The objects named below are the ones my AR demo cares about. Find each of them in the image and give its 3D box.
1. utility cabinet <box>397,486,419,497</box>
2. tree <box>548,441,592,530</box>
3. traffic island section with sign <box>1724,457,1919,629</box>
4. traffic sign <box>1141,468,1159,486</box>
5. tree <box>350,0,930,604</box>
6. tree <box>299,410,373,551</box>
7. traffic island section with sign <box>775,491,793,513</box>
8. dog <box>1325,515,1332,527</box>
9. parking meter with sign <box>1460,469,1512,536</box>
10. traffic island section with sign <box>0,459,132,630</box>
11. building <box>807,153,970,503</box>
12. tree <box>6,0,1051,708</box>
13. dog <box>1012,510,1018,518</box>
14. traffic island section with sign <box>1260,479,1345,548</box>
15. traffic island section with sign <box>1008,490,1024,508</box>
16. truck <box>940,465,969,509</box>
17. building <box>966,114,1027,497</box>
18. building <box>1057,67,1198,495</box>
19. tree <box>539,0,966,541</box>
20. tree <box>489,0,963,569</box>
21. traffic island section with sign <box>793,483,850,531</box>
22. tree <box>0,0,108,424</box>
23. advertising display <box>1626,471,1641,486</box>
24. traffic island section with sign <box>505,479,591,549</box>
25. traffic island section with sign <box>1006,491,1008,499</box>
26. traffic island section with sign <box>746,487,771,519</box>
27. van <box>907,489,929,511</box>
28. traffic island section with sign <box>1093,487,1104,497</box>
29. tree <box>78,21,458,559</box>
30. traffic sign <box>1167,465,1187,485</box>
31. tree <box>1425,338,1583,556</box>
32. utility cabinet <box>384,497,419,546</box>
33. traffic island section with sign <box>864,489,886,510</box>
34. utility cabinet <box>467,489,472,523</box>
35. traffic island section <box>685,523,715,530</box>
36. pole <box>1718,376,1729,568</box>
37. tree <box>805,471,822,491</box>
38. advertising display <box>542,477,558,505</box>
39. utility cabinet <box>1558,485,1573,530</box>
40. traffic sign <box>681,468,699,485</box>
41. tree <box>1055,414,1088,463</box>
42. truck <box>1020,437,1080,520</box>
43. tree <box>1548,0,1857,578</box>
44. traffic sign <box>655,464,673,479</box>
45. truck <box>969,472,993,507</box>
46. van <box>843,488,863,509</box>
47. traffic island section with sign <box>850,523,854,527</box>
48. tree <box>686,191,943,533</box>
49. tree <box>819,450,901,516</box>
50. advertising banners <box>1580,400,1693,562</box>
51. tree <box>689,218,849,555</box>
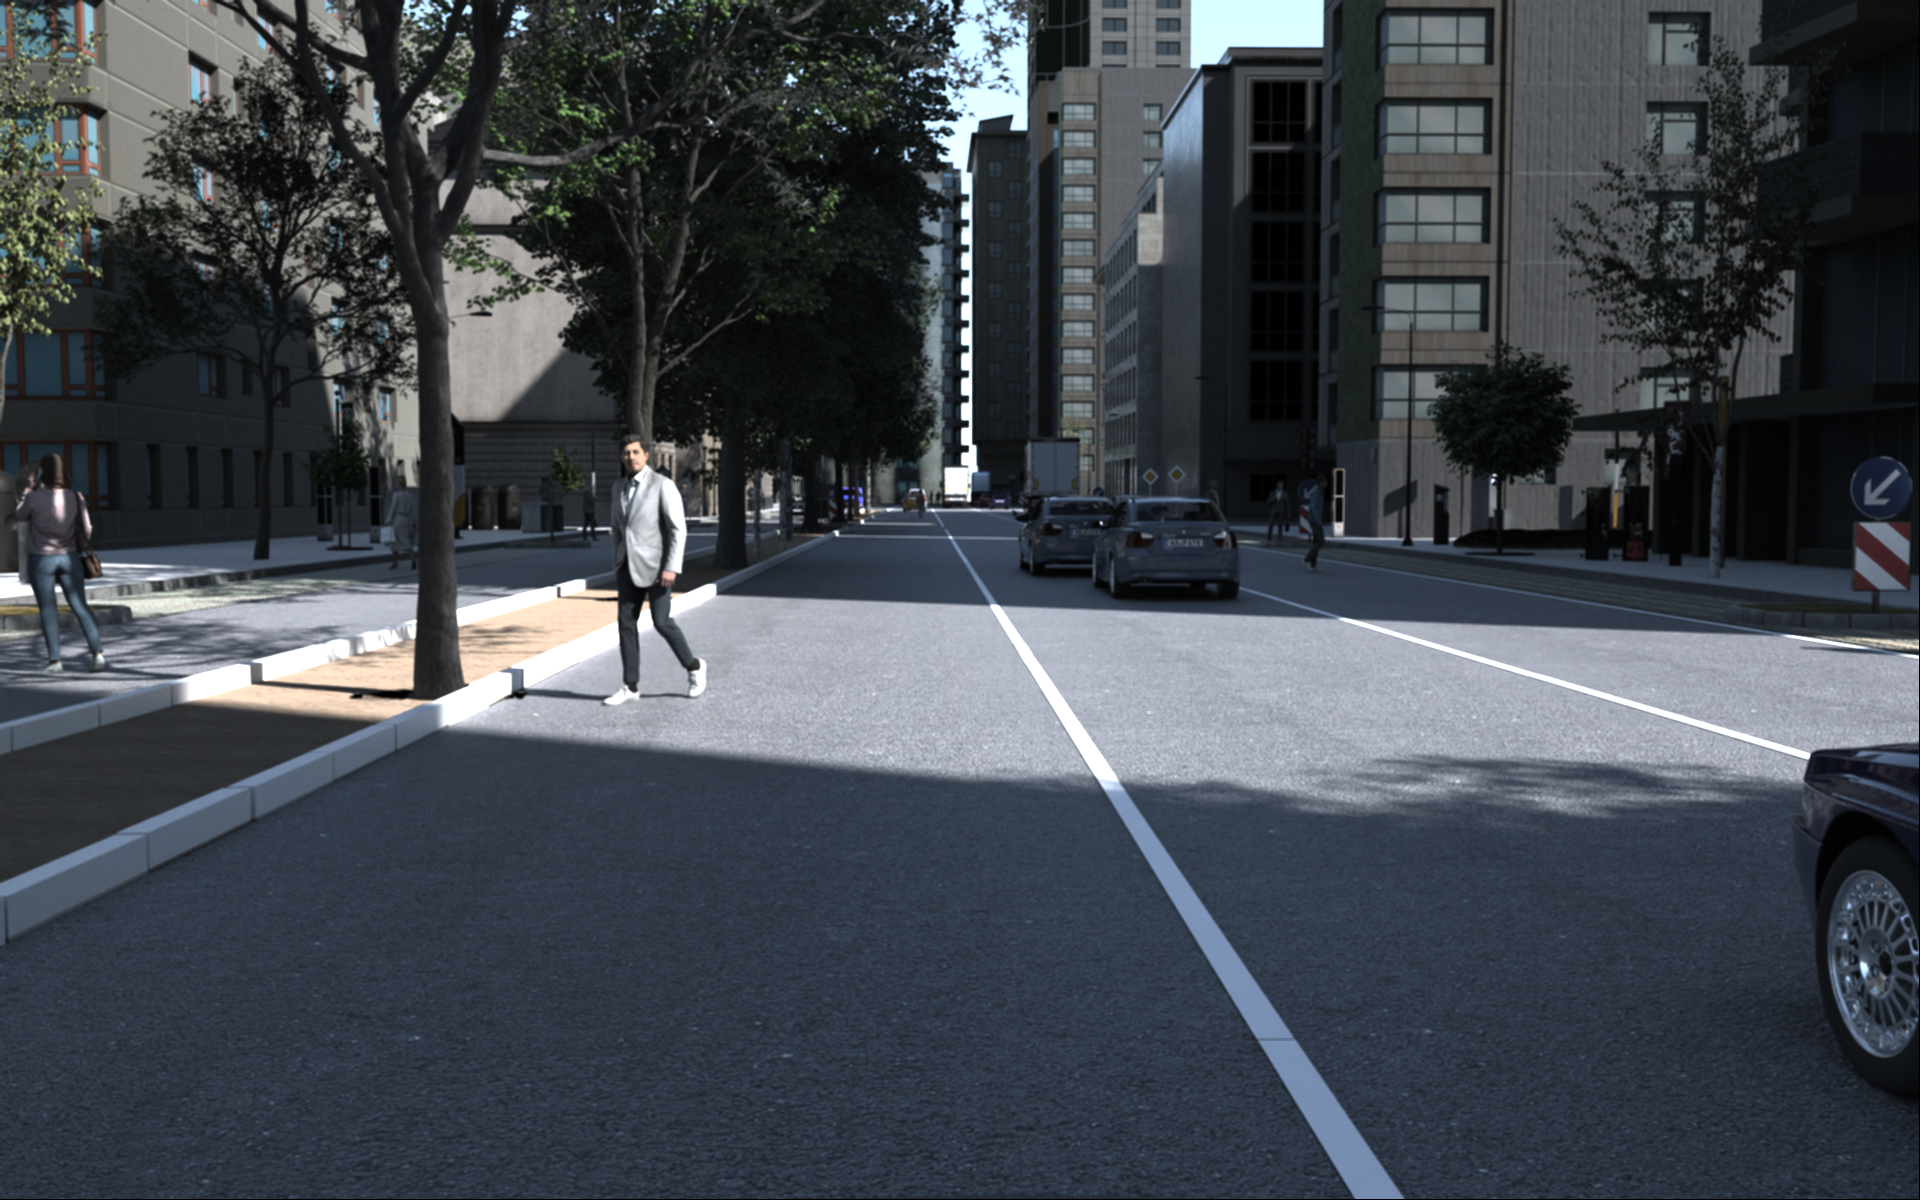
[{"bbox_3d":[-14.562,-2.322,46.649,0.318,1.500,1.173,3,4,37],"label":"utility cabinet"},{"bbox_3d":[-14.252,-4.112,61.835,1.663,3.219,1.824,0,3,0],"label":"tree"},{"bbox_3d":[9.690,-0.648,19.226,1.989,1.847,2.006,0,4,-1],"label":"traffic island section with sign"},{"bbox_3d":[8.415,-4.541,76.439,0.795,2.593,0.064,0,4,-1],"label":"traffic sign"},{"bbox_3d":[-4.144,-5.776,22.654,9.928,11.665,9.643,0,3,0],"label":"tree"},{"bbox_3d":[-14.050,-2.770,39.886,1.663,3.219,1.824,0,3,0],"label":"tree"},{"bbox_3d":[-12.728,-7.368,129.093,1.989,1.847,2.006,0,4,-1],"label":"traffic island section with sign"},{"bbox_3d":[14.390,-3.094,67.412,0.540,0.507,0.406,-2,4,-27],"label":"dog"},{"bbox_3d":[14.686,-3.193,48.465,0.543,3.016,1.738,-2,4,-31],"label":"parking meter with sign"},{"bbox_3d":[-10.336,-0.637,19.041,1.989,1.847,2.006,0,4,-1],"label":"traffic island section with sign"},{"bbox_3d":[-13.964,-38.316,246.072,30.456,49.044,23.786,0,4,-1],"label":"building"},{"bbox_3d":[-3.608,-6.039,11.558,12.009,13.543,11.850,0,3,0],"label":"tree"},{"bbox_3d":[3.250,-5.051,101.873,0.540,0.507,0.406,2,4,28],"label":"dog"},{"bbox_3d":[9.101,-2.304,46.304,1.989,1.847,2.006,0,4,-1],"label":"traffic island section with sign"},{"bbox_3d":[6.236,-10.414,178.900,1.989,1.847,2.006,0,4,-1],"label":"traffic island section with sign"},{"bbox_3d":[-0.502,-11.211,172.214,2.839,4.237,11.283,0,4,-2],"label":"truck"},{"bbox_3d":[14.956,-40.340,248.796,27.495,52.752,28.713,0,4,-1],"label":"building"},{"bbox_3d":[16.466,-29.736,169.781,14.154,41.232,14.086,0,4,-1],"label":"building"},{"bbox_3d":[-6.516,-11.896,52.852,12.611,20.169,13.585,0,3,0],"label":"tree"},{"bbox_3d":[-4.414,-7.569,32.866,9.857,13.997,8.962,0,3,0],"label":"tree"},{"bbox_3d":[-5.517,-3.690,68.473,2.006,1.907,1.989,0,4,-1],"label":"traffic island section with sign"},{"bbox_3d":[-14.062,-4.547,24.714,4.737,8.622,4.395,0,3,0],"label":"tree"},{"bbox_3d":[19.155,-2.696,49.299,0.123,1.923,0.974,0,4,4],"label":"advertising display"},{"bbox_3d":[-10.930,-2.296,46.165,1.989,1.847,2.006,0,4,-1],"label":"traffic island section with sign"},{"bbox_3d":[5.645,-12.076,206.065,1.989,1.847,2.006,0,4,-1],"label":"traffic island section with sign"},{"bbox_3d":[-12.119,-5.668,101.295,1.989,1.847,2.006,0,4,-1],"label":"traffic island section with sign"},{"bbox_3d":[-3.684,-8.623,147.994,2.013,2.044,4.112,0,4,-1],"label":"van"},{"bbox_3d":[7.918,-5.659,101.148,1.989,1.847,2.006,0,4,-1],"label":"traffic island section with sign"},{"bbox_3d":[-13.398,-6.078,33.785,7.601,10.594,8.767,-1,4,-11],"label":"tree"},{"bbox_3d":[8.588,-4.053,68.456,0.795,2.593,0.064,0,4,-1],"label":"traffic sign"},{"bbox_3d":[11.507,-3.236,36.616,4.285,4.588,4.351,0,3,0],"label":"tree"},{"bbox_3d":[-13.759,-1.942,42.921,0.306,1.237,1.020,2,4,35],"label":"utility cabinet"},{"bbox_3d":[-7.302,-8.738,151.000,2.006,1.907,1.989,0,4,-1],"label":"traffic island section with sign"},{"bbox_3d":[-21.297,-4.069,75.200,1.173,1.500,0.318,-3,5,-41],"label":"utility cabinet"},{"bbox_3d":[-11.898,-3.291,76.089,2.009,0.180,2.903,0,4,-1],"label":"traffic island section"},{"bbox_3d":[13.206,-2.214,30.034,0.158,3.312,0.155,0,3,0],"label":"pole"},{"bbox_3d":[-17.276,-12.912,194.824,4.285,4.588,4.351,0,3,0],"label":"tree"},{"bbox_3d":[-15.154,-3.600,64.079,0.123,1.923,0.974,1,4,15],"label":"advertising display"},{"bbox_3d":[15.308,-2.151,43.848,0.318,1.500,1.173,1,4,17],"label":"utility cabinet"},{"bbox_3d":[-11.875,-4.516,76.022,0.795,2.593,0.064,0,4,-1],"label":"traffic sign"},{"bbox_3d":[9.819,-12.684,157.739,4.737,8.622,4.395,0,3,0],"label":"tree"},{"bbox_3d":[4.715,-6.256,91.202,2.839,4.237,11.283,0,4,0],"label":"truck"},{"bbox_3d":[11.499,-4.656,26.486,4.360,8.622,3.978,0,3,0],"label":"tree"},{"bbox_3d":[-11.702,-4.027,68.039,0.795,2.593,0.064,0,4,-1],"label":"traffic sign"},{"bbox_3d":[2.587,-12.952,201.523,2.967,4.110,18.799,0,4,0],"label":"truck"},{"bbox_3d":[-10.312,-9.799,164.593,2.240,2.365,5.245,0,4,1],"label":"van"},{"bbox_3d":[-5.668,-4.143,75.879,2.006,1.907,1.989,0,4,-1],"label":"traffic island section with sign"},{"bbox_3d":[-5.563,-8.858,64.293,9.611,12.733,9.660,0,3,0],"label":"tree"},{"bbox_3d":[-7.091,-12.096,134.639,8.767,10.594,7.601,0,4,-1],"label":"tree"},{"bbox_3d":[12.865,-2.251,32.991,2.074,3.025,0.090,3,5,45],"label":"advertising banners"},{"bbox_3d":[-4.728,-5.346,40.219,4.360,8.622,3.978,0,3,0],"label":"tree"}]
